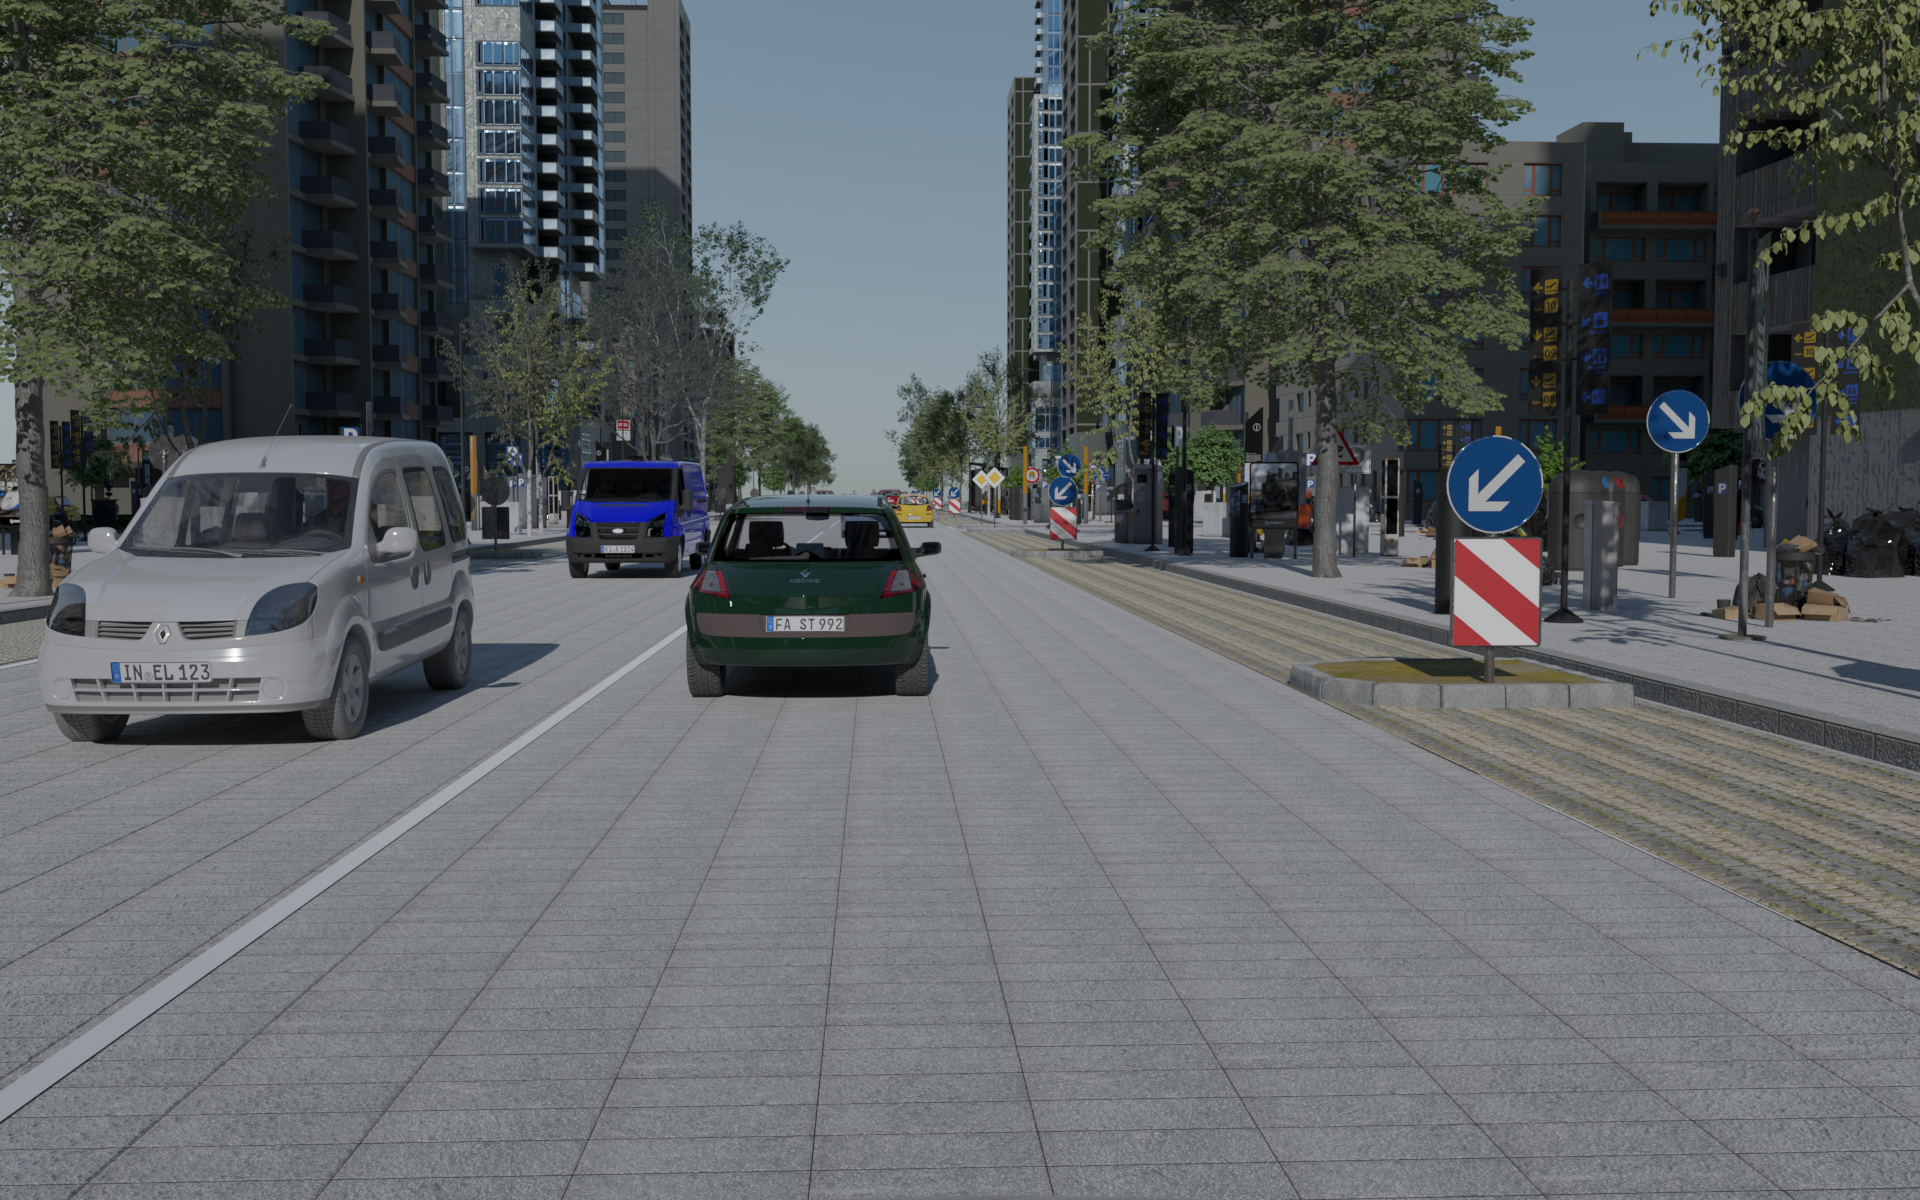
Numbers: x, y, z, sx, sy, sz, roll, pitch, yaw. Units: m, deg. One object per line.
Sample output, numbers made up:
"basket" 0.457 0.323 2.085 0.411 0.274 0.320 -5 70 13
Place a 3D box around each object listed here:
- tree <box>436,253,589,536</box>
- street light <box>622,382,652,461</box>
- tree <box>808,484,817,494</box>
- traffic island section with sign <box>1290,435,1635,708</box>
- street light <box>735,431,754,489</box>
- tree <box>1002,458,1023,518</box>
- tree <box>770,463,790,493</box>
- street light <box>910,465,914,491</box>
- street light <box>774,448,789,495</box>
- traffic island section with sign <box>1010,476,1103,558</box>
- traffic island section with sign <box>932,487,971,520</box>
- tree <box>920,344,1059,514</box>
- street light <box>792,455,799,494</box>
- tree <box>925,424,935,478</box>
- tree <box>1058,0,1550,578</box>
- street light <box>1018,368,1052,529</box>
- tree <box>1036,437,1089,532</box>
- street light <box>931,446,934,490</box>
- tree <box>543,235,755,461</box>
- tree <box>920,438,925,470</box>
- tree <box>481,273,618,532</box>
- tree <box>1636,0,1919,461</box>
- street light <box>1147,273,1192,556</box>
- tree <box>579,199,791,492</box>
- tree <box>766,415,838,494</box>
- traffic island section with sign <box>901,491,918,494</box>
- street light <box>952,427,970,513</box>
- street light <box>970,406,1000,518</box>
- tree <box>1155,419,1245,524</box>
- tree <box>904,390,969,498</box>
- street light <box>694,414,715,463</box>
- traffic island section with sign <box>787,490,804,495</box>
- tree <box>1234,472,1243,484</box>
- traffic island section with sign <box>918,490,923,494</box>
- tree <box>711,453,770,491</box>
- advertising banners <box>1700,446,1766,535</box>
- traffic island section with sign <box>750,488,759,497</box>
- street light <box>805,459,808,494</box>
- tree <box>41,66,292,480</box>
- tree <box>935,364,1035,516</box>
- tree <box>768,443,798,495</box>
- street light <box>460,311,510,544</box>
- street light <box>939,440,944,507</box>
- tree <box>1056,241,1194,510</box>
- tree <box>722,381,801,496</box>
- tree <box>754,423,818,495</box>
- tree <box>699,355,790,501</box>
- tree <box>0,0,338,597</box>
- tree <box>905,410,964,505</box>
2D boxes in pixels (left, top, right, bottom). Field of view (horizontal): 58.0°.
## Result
"tree" -13.329 -6.247 52.502 4.360 8.622 3.978 0 3 0
"street light" -13.417 -6.069 71.767 1.470 5.913 1.316 0 4 -3
"tree" -25.952 -21.360 299.600 4.737 8.622 4.395 0 3 0
"traffic island section with sign" 3.465 -0.234 12.451 1.989 1.847 2.006 0 4 -3
"street light" -16.106 -9.528 128.322 1.470 5.913 1.316 0 4 -3
"tree" 2.949 -6.095 94.253 1.663 3.219 1.824 0 3 0
"tree" -19.171 -11.946 179.024 4.285 4.588 4.351 0 3 0
"street light" -6.161 -17.027 250.933 1.470 5.913 1.316 0 4 -3
"street light" -18.336 -12.427 175.728 1.470 5.913 1.316 0 4 -3
"traffic island section with sign" 2.169 -1.897 39.643 1.989 1.847 2.006 0 4 -3
"traffic island section with sign" -0.442 -5.241 94.320 1.989 1.847 2.006 0 4 -3
"tree" 1.768 -10.638 108.351 8.767 10.594 7.601 0 4 -7
"street light" -19.590 -14.116 203.338 1.470 5.913 1.316 0 4 -3
"tree" -0.199 -12.555 155.637 4.737 8.622 4.395 0 3 0
"tree" 5.219 -6.615 26.281 7.486 12.596 7.792 0 3 0
"street light" 2.826 -5.590 63.930 1.470 5.913 1.316 0 4 -3
"tree" 3.682 -3.935 58.934 1.663 3.219 1.824 0 3 0
"street light" -2.252 -11.980 168.409 1.470 5.913 1.316 0 4 -3
"tree" -14.892 -10.583 83.403 12.009 13.543 11.850 0 3 0
"tree" -1.969 -13.928 178.089 4.737 8.622 4.395 0 3 0
"tree" -13.949 -6.606 58.370 4.737 8.622 4.395 0 3 0
"tree" 6.808 -3.739 11.493 4.737 8.622 4.395 0 3 0
"street light" 4.103 -3.868 35.789 1.470 5.913 1.316 0 4 -3
"tree" -17.689 -15.674 112.154 12.611 20.169 13.585 0 3 0
"tree" -23.442 -20.046 244.763 9.611 12.733 9.660 0 3 0
"traffic island section with sign" -5.438 -11.651 199.127 1.989 1.847 2.006 0 4 -3
"street light" 0.108 -8.962 119.067 1.470 5.913 1.316 0 4 -3
"street light" 1.412 -7.273 91.460 1.470 5.913 1.316 0 4 -3
"tree" 10.979 -5.576 74.889 4.285 4.588 4.351 0 3 0
"tree" -2.380 -16.546 188.648 7.486 12.596 7.792 0 3 0
"street light" -14.813 -7.806 100.161 1.470 5.913 1.316 0 4 -3
"traffic island section with sign" -16.769 -9.987 171.908 1.989 1.847 2.006 0 4 -3
"tree" 17.636 -7.189 112.142 1.663 3.219 1.824 0 3 0
"traffic island section with sign" -1.748 -6.921 121.781 1.989 1.847 2.006 0 4 -3
"tree" -17.881 -9.235 134.702 4.285 4.588 4.351 0 3 0
"advertising banners" 24.209 -3.535 53.978 2.074 3.025 0.090 1 4 13
"traffic island section with sign" -14.384 -6.920 121.764 1.989 1.847 2.006 0 4 -3
"street light" -21.123 -15.867 231.958 1.470 5.913 1.316 0 4 -3
"tree" -13.350 -4.859 29.814 4.360 8.622 3.978 0 3 0
"tree" 1.881 -9.096 99.085 4.737 8.622 4.395 0 3 0
"tree" -22.306 -16.357 217.796 4.360 8.622 3.978 0 3 0
"street light" -12.118 -4.376 44.089 1.470 5.913 1.316 0 4 -3
"street light" -1.208 -10.691 147.335 1.470 5.913 1.316 0 4 -3
"tree" 4.882 -6.034 49.015 4.737 8.622 4.395 0 3 0
"tree" -18.301 -14.241 158.595 9.928 11.665 9.643 0 3 0
"tree" -21.672 -16.836 209.683 8.767 10.594 7.601 -2 4 -33
"tree" -17.697 -13.702 142.157 7.486 12.596 7.792 0 3 0
"tree" -11.901 -6.339 21.763 7.486 12.596 7.792 0 3 0
"tree" -2.667 -17.172 206.518 9.928 11.665 9.643 0 3 0
